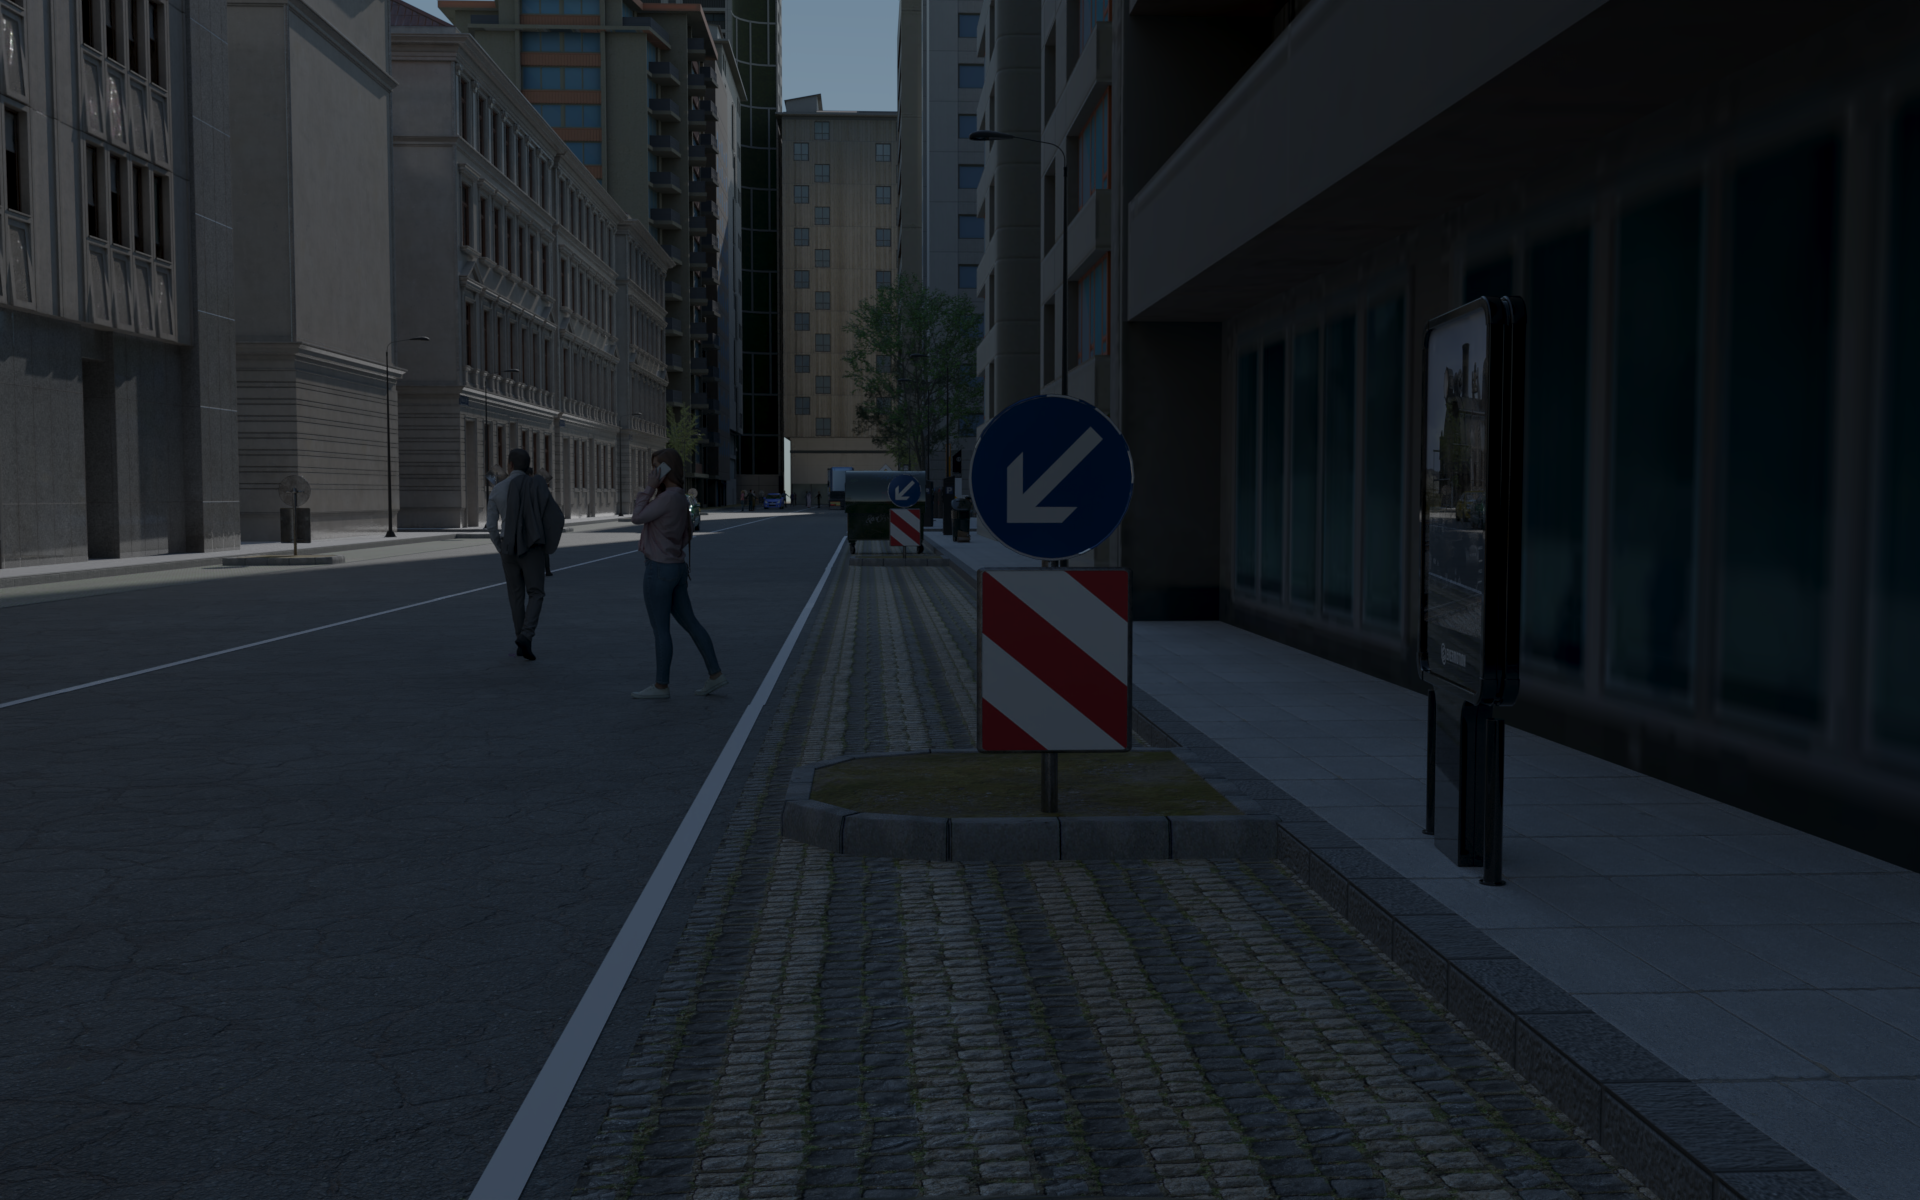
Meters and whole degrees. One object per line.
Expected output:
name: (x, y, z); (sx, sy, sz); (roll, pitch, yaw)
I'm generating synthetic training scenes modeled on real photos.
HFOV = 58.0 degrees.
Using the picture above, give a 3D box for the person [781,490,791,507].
person: (-18.678, -10.781, 184.749); (1.348, 1.826, 0.705); (-2, 4, -26)

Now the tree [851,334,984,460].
tree: (-2.365, -10.091, 99.401); (8.767, 10.594, 7.601); (1, 4, 10)

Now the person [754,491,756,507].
person: (-20.802, -10.185, 175.735); (0.721, 1.736, 1.217); (-2, 4, -27)

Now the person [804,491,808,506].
person: (-18.197, -12.047, 205.550); (0.705, 1.814, 1.350); (-2, 4, -25)

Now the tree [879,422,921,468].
tree: (-4.723, -11.916, 145.185); (4.737, 8.622, 4.395); (0, 3, 0)

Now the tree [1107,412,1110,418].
tree: (2.772, -1.724, 22.795); (1.663, 3.219, 1.824); (0, 3, 0)

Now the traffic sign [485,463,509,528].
traffic sign: (-15.189, -3.253, 56.821); (0.795, 2.450, 0.064); (0, 4, -3)

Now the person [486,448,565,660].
person: (-3.790, -0.400, 15.136); (0.679, 1.850, 0.850); (0, 4, -4)

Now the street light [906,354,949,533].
street light: (-0.953, -5.197, 57.504); (1.470, 5.913, 1.316); (0, 4, -3)

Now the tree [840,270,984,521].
tree: (-1.882, -9.541, 81.745); (9.928, 11.665, 9.643); (0, 3, 0)

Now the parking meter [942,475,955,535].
parking meter: (-0.365, -2.957, 54.051); (0.399, 1.863, 0.255); (-1, 4, -8)

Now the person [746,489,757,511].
person: (-17.525, -8.360, 145.212); (1.348, 1.821, 0.705); (3, 4, 38)

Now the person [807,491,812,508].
person: (-15.103, -10.061, 173.663); (0.551, 1.740, 0.621); (0, 4, 7)

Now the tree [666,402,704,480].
tree: (-22.413, -11.451, 137.582); (4.737, 8.622, 4.395); (0, 3, 0)

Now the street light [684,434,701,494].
street light: (-20.773, -9.885, 134.167); (1.470, 5.913, 1.316); (0, 4, -3)

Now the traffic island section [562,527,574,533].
traffic island section: (-15.635, -2.604, 64.856); (2.009, 0.180, 2.903); (0, 4, -3)

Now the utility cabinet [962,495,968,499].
utility cabinet: (-0.008, -5.504, 101.147); (1.020, 1.237, 0.306); (-1, 4, -19)

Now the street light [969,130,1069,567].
street light: (0.814, -3.044, 22.313); (1.470, 5.913, 1.316); (0, 4, -3)

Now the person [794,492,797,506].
person: (-20.679, -12.663, 217.011); (0.415, 1.643, 0.593); (-1, 4, -8)

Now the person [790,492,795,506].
person: (-19.449, -11.707, 200.822); (0.541, 1.710, 0.530); (0, 4, 1)

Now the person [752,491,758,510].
person: (-18.009, -8.679, 151.127); (0.721, 1.736, 1.217); (2, 4, 30)

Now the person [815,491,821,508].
person: (-14.485, -10.267, 176.881); (0.721, 1.766, 1.217); (2, 4, 28)

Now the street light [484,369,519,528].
street light: (-17.085, -5.627, 64.535); (1.470, 5.913, 1.316); (0, 4, -3)

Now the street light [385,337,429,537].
street light: (-16.368, -4.815, 51.267); (1.470, 5.913, 1.316); (0, 4, -3)

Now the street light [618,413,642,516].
street light: (-18.923, -7.752, 99.293); (1.470, 5.913, 1.316); (0, 4, -3)

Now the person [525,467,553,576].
person: (-7.441, -1.364, 30.172); (0.648, 1.900, 0.474); (-1, 4, -11)

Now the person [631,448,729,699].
person: (-1.978, -0.189, 12.183); (0.643, 1.750, 0.593); (0, 4, 7)

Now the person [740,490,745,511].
person: (-18.012, -8.169, 142.781); (0.721, 1.743, 1.217); (0, 4, -6)

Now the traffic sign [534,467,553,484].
traffic sign: (-15.612, -3.740, 64.795); (0.795, 2.450, 0.064); (0, 4, -3)

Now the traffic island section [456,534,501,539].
traffic island section: (-15.212, -2.116, 56.882); (2.009, 0.180, 2.903); (0, 4, -3)

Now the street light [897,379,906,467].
street light: (-1.818, -5.955, 69.903); (1.470, 5.913, 1.316); (0, 4, -3)
